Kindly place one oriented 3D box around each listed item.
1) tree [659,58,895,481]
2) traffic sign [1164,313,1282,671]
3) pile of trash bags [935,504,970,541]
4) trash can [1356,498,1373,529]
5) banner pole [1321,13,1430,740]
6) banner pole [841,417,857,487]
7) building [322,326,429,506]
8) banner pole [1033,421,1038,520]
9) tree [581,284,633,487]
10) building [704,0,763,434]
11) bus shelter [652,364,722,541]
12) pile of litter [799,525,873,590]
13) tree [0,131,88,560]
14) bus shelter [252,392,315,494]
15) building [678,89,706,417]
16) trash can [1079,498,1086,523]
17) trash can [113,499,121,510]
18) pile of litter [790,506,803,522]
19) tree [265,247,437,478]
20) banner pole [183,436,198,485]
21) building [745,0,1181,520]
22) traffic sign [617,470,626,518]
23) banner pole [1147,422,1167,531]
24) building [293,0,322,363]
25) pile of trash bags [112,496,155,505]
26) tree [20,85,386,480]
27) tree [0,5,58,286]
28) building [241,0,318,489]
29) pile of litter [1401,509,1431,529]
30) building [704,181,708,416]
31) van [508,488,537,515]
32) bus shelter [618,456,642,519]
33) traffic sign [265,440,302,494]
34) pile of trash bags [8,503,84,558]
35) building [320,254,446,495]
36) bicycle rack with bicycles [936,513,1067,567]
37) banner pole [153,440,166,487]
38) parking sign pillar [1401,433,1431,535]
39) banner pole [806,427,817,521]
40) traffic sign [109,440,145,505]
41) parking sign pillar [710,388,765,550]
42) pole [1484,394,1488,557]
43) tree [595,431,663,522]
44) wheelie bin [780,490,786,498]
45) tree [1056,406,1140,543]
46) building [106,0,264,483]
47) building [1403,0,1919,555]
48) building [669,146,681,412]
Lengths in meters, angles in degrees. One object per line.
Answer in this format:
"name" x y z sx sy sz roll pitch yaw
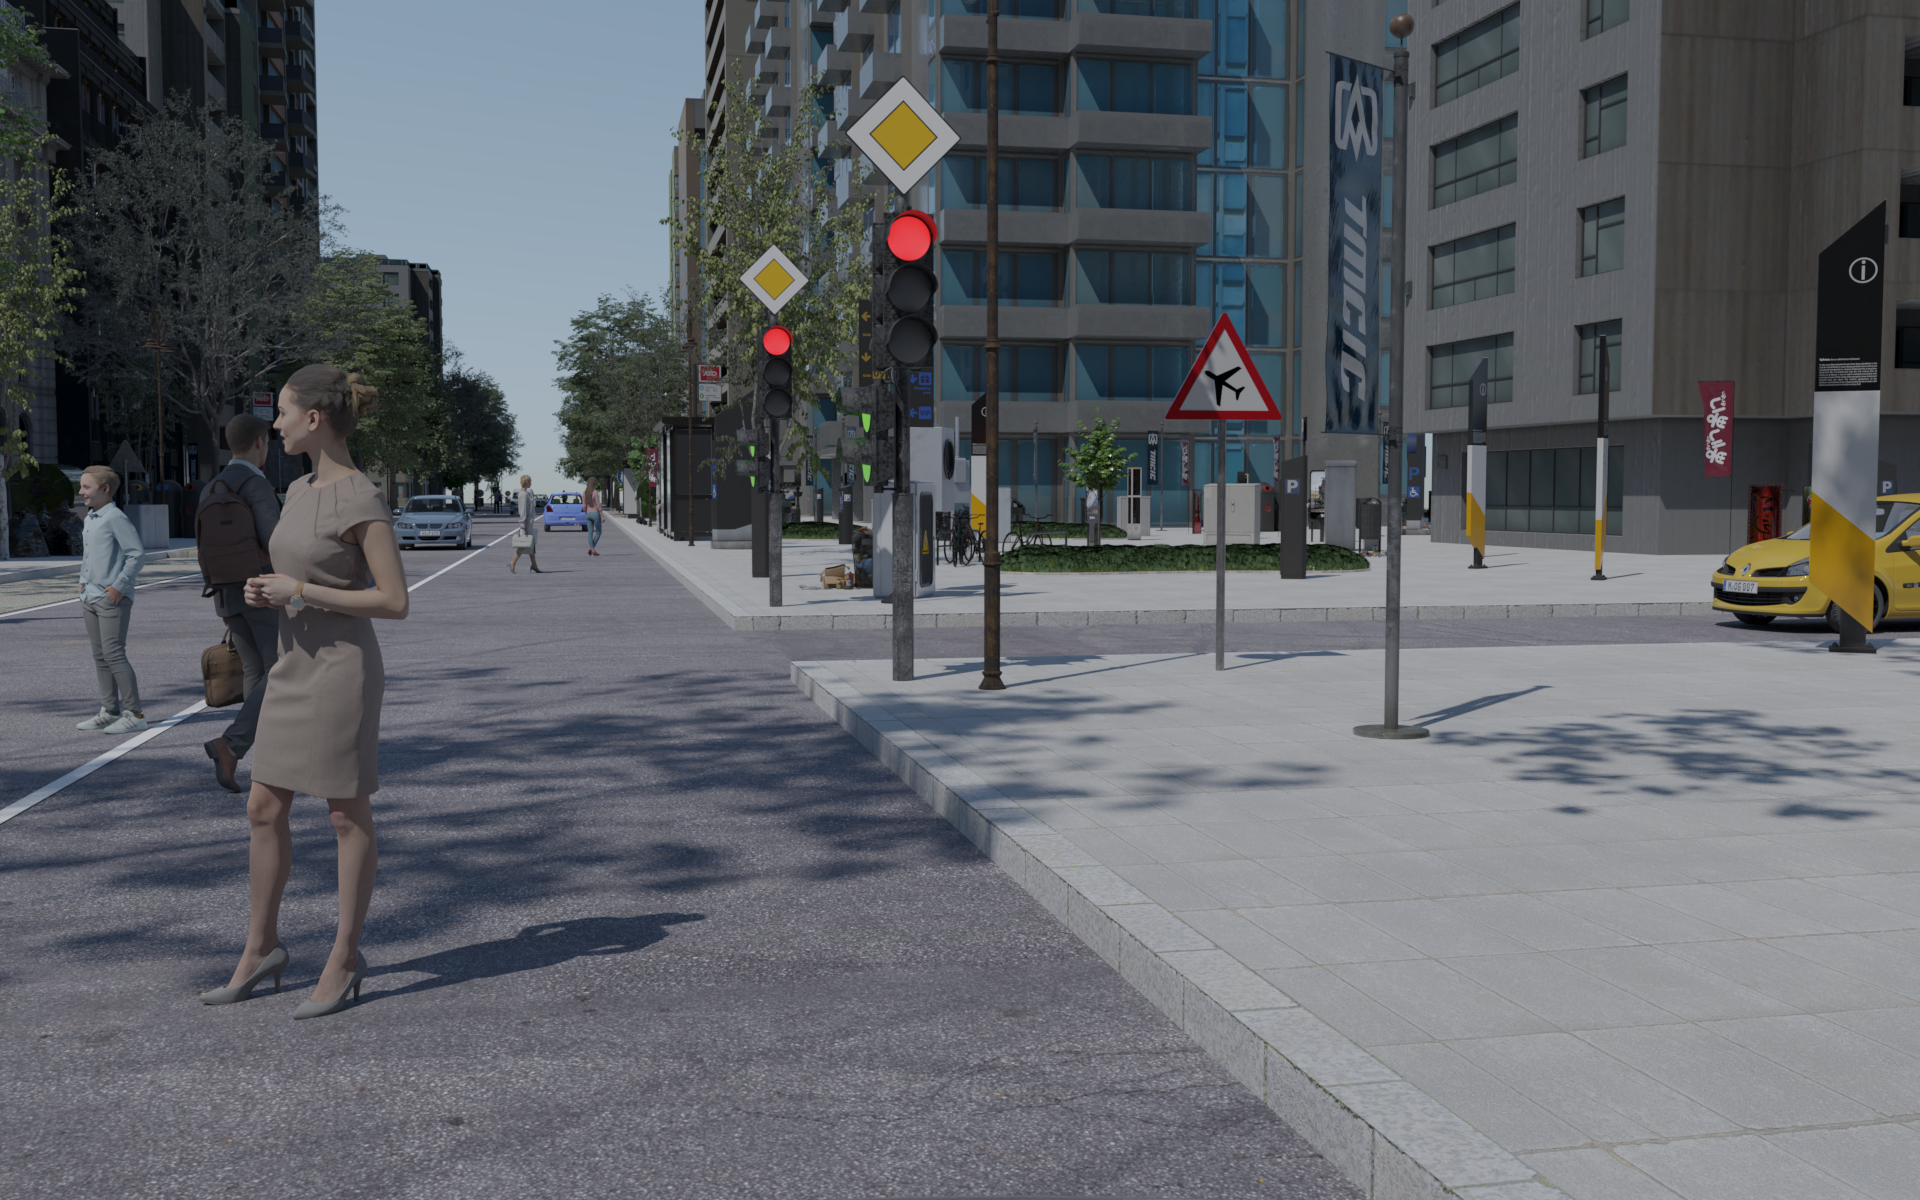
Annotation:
"tree" -3.048 -4.882 30.176 4.737 8.622 4.395 0 3 0
"traffic sign" 1.889 -0.765 12.517 0.884 2.594 0.081 -1 4 -11
"pile of trash bags" 0.210 -2.324 47.743 1.912 1.369 3.447 -1 4 -19
"trash can" 14.845 -3.194 63.871 0.748 1.137 0.748 0 3 0
"banner pole" 2.130 -1.159 8.971 0.863 3.779 0.401 -3 5 -42
"banner pole" -3.622 -4.047 56.191 0.401 3.779 0.863 3 4 38
"building" -74.048 -21.102 190.052 27.650 21.520 28.899 -1 4 -12
"banner pole" 2.562 -4.217 58.960 0.401 3.779 0.863 1 4 11
"tree" -10.576 -6.654 59.159 4.360 8.622 3.978 0 3 0
"building" -8.825 -31.497 138.684 21.300 48.544 21.600 -1 4 -12
"bus shelter" -7.894 -4.492 51.074 2.179 5.291 8.768 -1 4 -12
"pile of litter" -1.414 -0.599 23.753 1.719 0.858 1.176 -1 4 -13
"tree" -18.652 -5.065 33.167 4.737 8.622 4.395 0 3 0
"bus shelter" -27.179 -5.694 70.721 2.179 5.291 8.768 -1 4 -12
"building" -23.917 -33.240 193.584 14.600 45.320 14.200 -1 4 -12
"trash can" 4.696 -3.134 62.901 0.748 1.137 0.748 0 3 0
"trash can" -25.881 -2.559 53.496 0.748 1.137 0.748 0 3 0
"pile of litter" -5.852 -2.972 62.555 1.719 0.858 1.176 -1 4 -23
"tree" -28.356 -9.921 80.330 7.486 12.596 7.792 0 3 0
"banner pole" -33.024 -5.158 74.347 0.863 3.779 0.401 1 4 16
"building" -2.122 -30.210 113.539 23.786 49.044 30.456 -1 4 -12
"traffic sign" -17.688 -5.581 91.358 0.768 2.556 0.104 0 4 -3
"banner pole" 6.824 -4.290 60.151 0.863 3.779 0.401 -2 4 -30
"building" -60.246 -42.771 137.551 20.563 71.187 20.611 -1 4 -12
"pile of trash bags" -21.611 -2.118 44.387 1.912 1.369 3.447 -1 4 -15
"tree" -22.669 -8.686 52.392 12.009 13.543 11.850 0 3 0
"tree" -16.413 -5.994 23.763 9.928 11.665 9.643 0 3 0
"building" -55.162 -28.108 114.190 22.147 44.769 28.867 -1 4 -12
"pile of litter" 15.852 -2.835 60.313 1.176 0.858 1.719 -2 4 -34
"building" -16.002 -23.504 155.989 14.160 30.474 14.107 -1 4 -12
"van" -30.787 -7.031 121.970 2.013 2.044 4.112 -1 4 -12
"bus shelter" -16.179 -5.719 87.433 2.014 3.302 5.546 -1 4 -12
"traffic sign" -25.925 -4.361 65.169 2.265 3.308 0.079 0 4 -6
"pile of trash bags" -19.807 -1.631 36.412 3.447 1.369 1.912 3 5 40
"building" -71.260 -26.982 212.851 14.160 30.474 14.107 -1 4 -12
"bicycle rack with bicycles" 0.587 -1.101 31.391 2.852 0.926 2.925 2 4 27
"banner pole" -33.656 -5.064 72.808 0.863 3.779 0.401 1 4 22
"parking sign pillar" 14.340 -4.035 54.451 1.447 3.967 1.447 1 4 20
"banner pole" -5.526 -4.572 64.761 0.401 3.779 0.863 2 4 33
"traffic sign" -20.010 -2.542 41.562 0.884 2.594 0.081 0 4 -7
"parking sign pillar" -5.139 -3.190 40.624 1.447 3.967 1.447 -2 4 -23
"pole" 10.603 -2.530 35.202 0.158 3.312 0.155 0 3 0
"tree" -13.879 -5.903 80.227 4.285 4.588 4.351 0 3 0
"wheelie bin" -8.345 -4.397 79.803 0.693 1.594 0.980 -1 4 -11
"tree" 3.045 -2.668 38.224 1.663 3.219 1.824 0 3 0
"building" -46.846 -19.742 94.486 14.160 30.474 14.107 -1 4 -12
"building" 19.789 -16.394 39.737 14.107 30.474 14.160 -1 4 -12
"building" -27.296 -32.041 207.469 14.154 41.232 14.086 -1 4 -12
